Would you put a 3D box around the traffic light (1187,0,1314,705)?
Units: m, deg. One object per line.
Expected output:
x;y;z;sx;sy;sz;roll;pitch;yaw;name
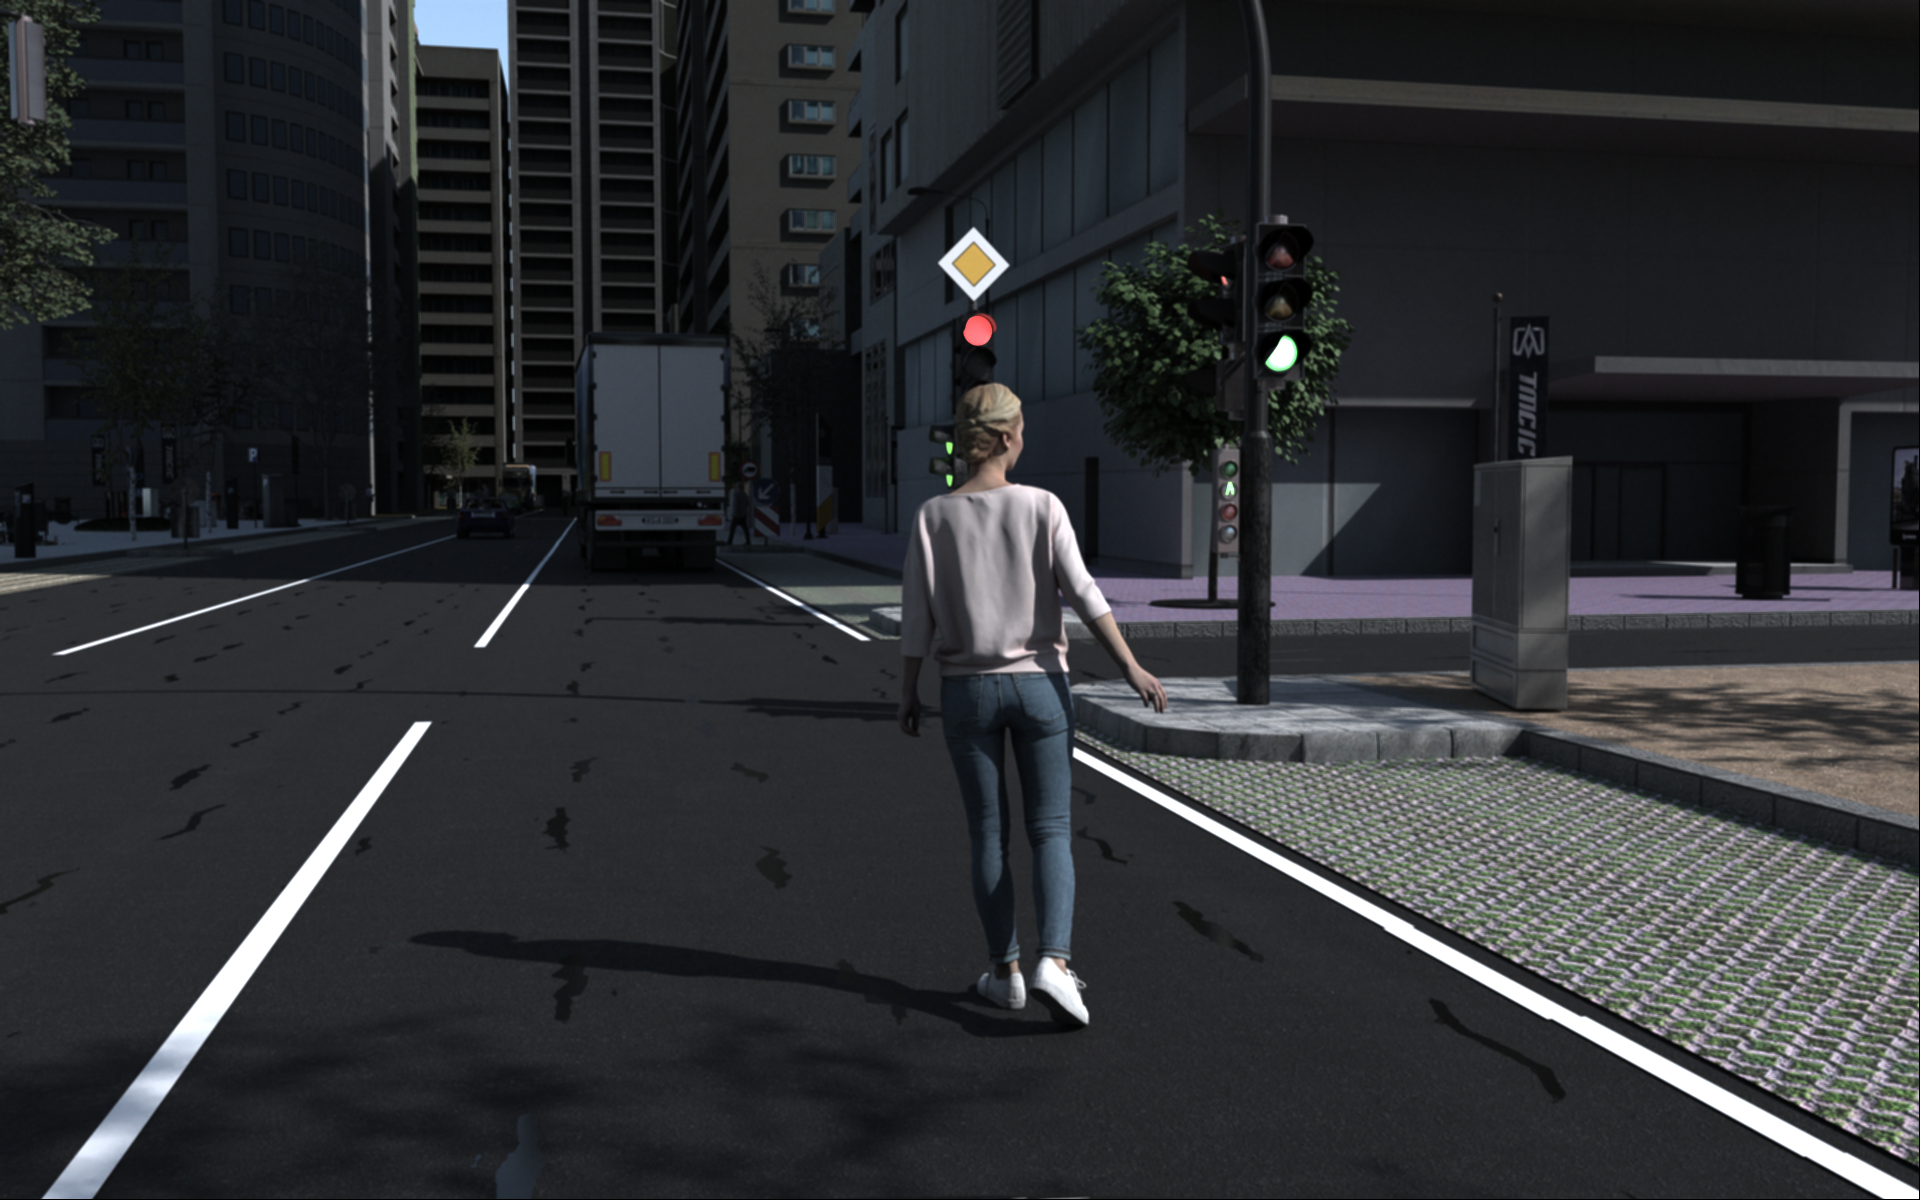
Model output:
-0.264;-2.157;9.942;4.771;5.953;1.251;-1;4;-12;traffic light

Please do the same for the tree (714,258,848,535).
-5.376;-6.297;53.321;4.360;8.622;3.978;0;3;0;tree

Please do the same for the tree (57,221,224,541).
-22.696;-5.947;47.594;4.737;8.622;4.395;0;3;0;tree

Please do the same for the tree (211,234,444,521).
-30.381;-10.535;82.620;12.009;13.543;11.850;0;3;0;tree

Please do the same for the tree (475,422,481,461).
-47.476;-13.089;164.374;4.737;8.622;4.395;0;3;0;tree

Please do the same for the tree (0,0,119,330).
-17.646;-7.298;25.982;9.857;13.997;8.962;0;3;0;tree

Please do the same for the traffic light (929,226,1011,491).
0.114;-1.798;18.326;0.839;4.253;0.868;-1;4;-12;traffic light

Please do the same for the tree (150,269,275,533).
-24.908;-6.542;57.321;4.360;8.622;3.978;0;3;0;tree

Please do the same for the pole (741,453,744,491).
-10.717;-5.601;85.423;0.158;3.312;0.155;0;3;0;pole

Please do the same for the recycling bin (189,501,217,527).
-29.247;-3.325;66.915;0.722;1.027;0.722;1;4;16;recycling bin

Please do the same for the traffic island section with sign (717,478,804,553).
-4.934;-2.073;42.518;1.989;1.847;2.006;-1;4;-12;traffic island section with sign

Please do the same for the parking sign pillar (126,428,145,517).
-33.362;-4.994;70.131;1.447;3.967;1.447;-2;4;-35;parking sign pillar

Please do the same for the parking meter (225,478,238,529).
-26.773;-3.544;63.655;0.399;1.863;0.255;-1;4;-9;parking meter

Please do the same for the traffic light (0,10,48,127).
-11.025;-2.528;16.002;4.771;5.953;1.251;-1;4;-12;traffic light

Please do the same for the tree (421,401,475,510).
-41.526;-11.334;135.679;4.737;8.622;4.395;0;3;0;tree

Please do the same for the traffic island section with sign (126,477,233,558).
-17.871;-1.907;39.805;1.989;1.847;2.006;-1;4;-12;traffic island section with sign

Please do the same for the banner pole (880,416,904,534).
-2.160;-4.026;55.838;0.863;3.779;0.401;-2;4;-24;banner pole

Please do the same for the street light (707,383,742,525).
-9.487;-5.993;70.524;1.470;5.913;1.316;-1;4;-12;street light

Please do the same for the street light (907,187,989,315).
-0.113;-3.296;26.438;1.470;5.913;1.316;-1;4;-12;street light

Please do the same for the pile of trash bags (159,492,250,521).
-32.520;-3.932;74.034;3.447;1.369;1.912;-3;4;-37;pile of trash bags

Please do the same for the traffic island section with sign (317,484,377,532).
-23.510;-3.540;66.512;1.989;1.847;2.006;-1;4;-12;traffic island section with sign

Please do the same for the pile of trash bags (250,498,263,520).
-35.405;-4.593;84.841;1.912;1.369;3.447;1;4;21;pile of trash bags

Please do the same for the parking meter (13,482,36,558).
-18.820;-1.616;34.831;0.372;1.533;0.369;0;3;0;parking meter

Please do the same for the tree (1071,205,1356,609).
2.857;-2.208;19.819;4.285;4.588;4.351;0;3;0;tree

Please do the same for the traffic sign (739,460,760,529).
-7.765;-3.905;63.959;0.768;2.556;0.104;0;4;-5;traffic sign

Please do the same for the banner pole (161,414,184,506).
-24.519;-3.919;54.089;0.401;3.779;0.863;3;5;40;banner pole

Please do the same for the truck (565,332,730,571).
-6.576;-2.858;35.641;2.839;4.237;11.283;-1;4;-14;truck

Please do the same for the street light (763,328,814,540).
-4.805;-4.653;48.621;1.470;5.913;1.316;-1;4;-12;street light

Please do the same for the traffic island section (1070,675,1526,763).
1.806;0.712;10.635;2.009;0.180;2.903;-1;4;-12;traffic island section

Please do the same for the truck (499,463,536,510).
-39.797;-10.237;156.285;2.839;4.237;11.283;-1;4;-11;truck

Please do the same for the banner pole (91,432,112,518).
-31.936;-4.561;64.586;0.863;3.779;0.401;-3;5;-44;banner pole

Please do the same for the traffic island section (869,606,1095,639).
0.156;0.234;18.448;2.009;0.180;2.903;-1;4;-12;traffic island section

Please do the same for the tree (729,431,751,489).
-11.986;-6.494;89.892;4.285;4.588;4.351;0;3;0;tree

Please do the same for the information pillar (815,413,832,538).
-3.950;-3.607;50.330;0.504;3.616;0.183;-2;4;-35;information pillar

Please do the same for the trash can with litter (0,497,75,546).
-23.556;-1.975;43.354;2.233;1.210;1.678;-1;4;-11;trash can with litter

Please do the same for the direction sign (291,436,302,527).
-26.179;-4.666;68.288;0.379;3.537;0.876;0;4;-5;direction sign

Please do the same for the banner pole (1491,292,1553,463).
6.887;-1.928;21.539;0.863;3.779;0.401;1;4;14;banner pole
